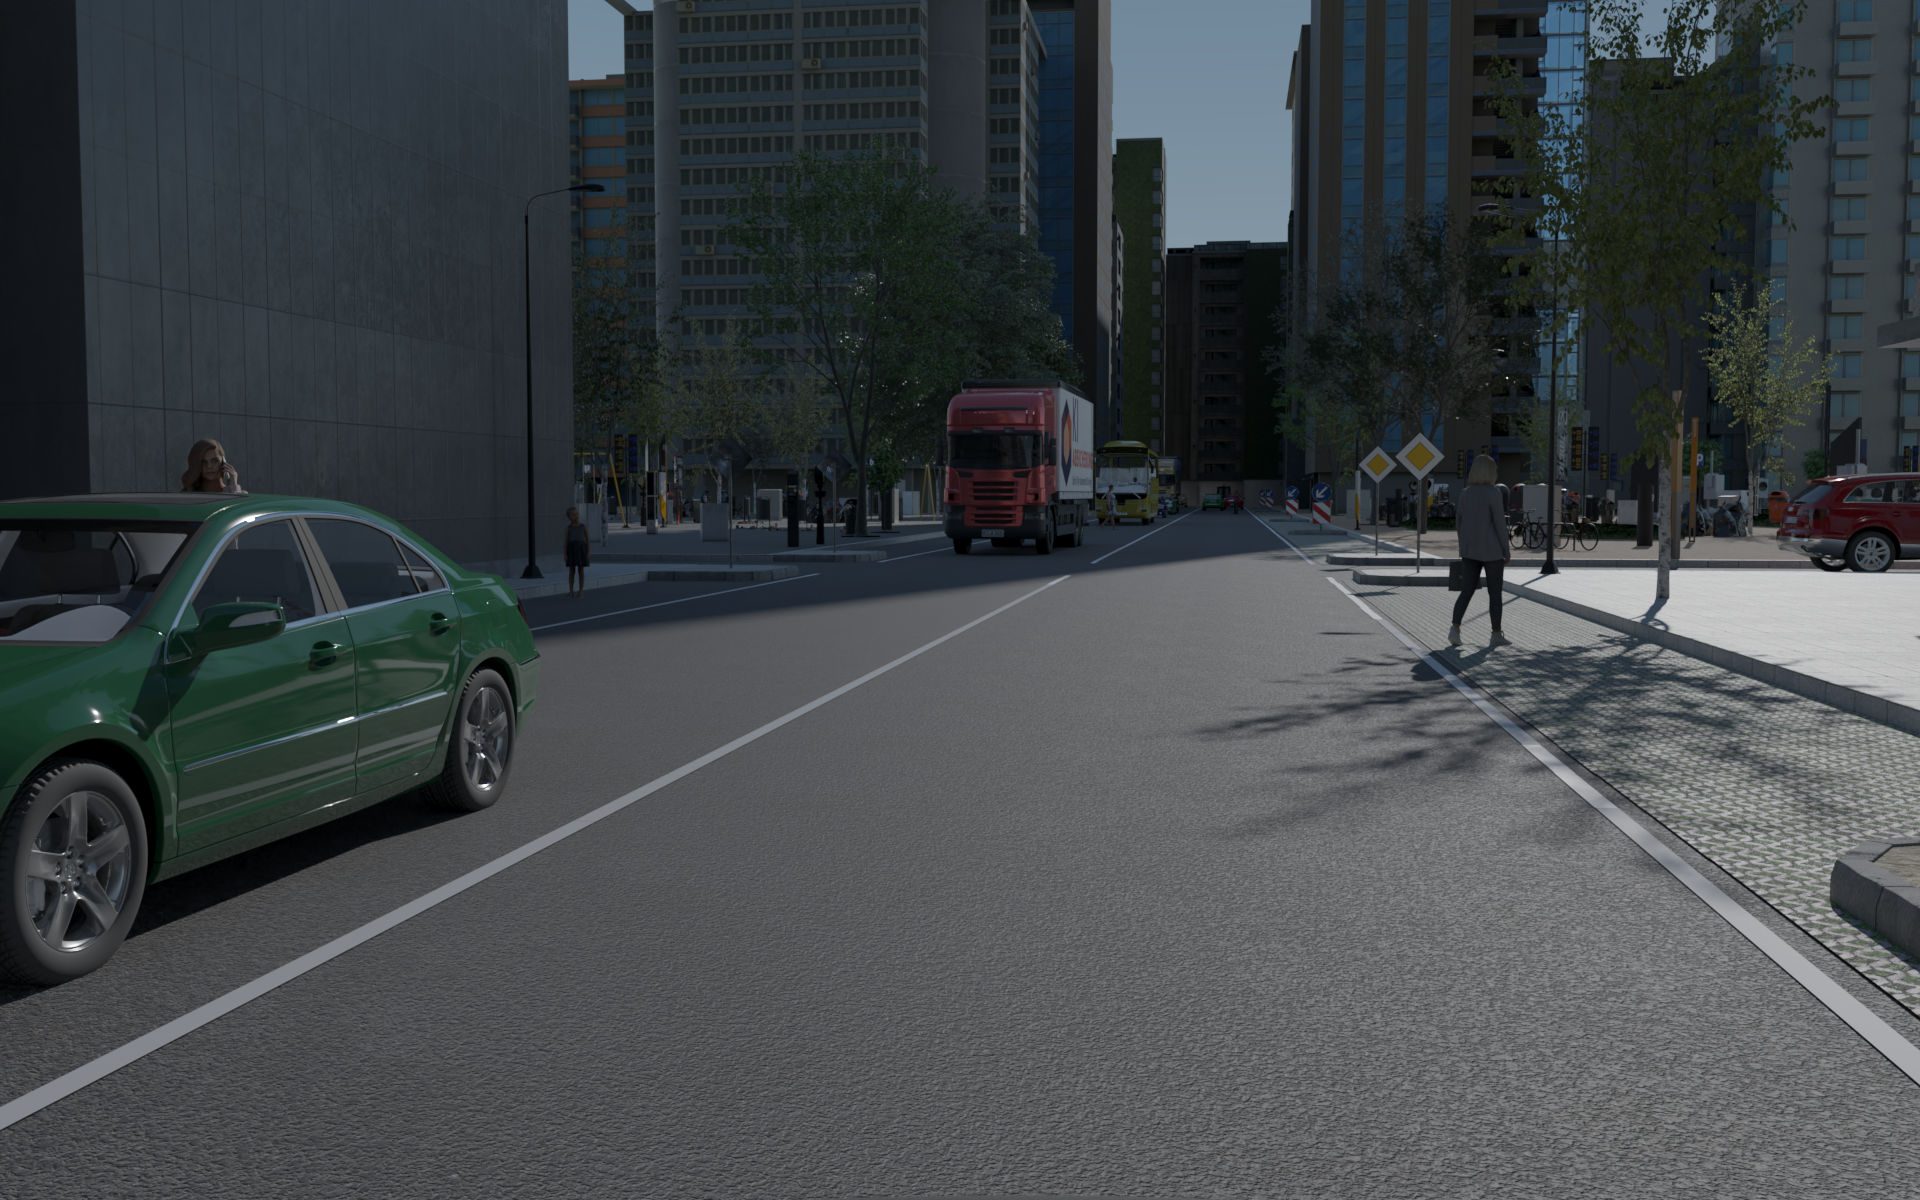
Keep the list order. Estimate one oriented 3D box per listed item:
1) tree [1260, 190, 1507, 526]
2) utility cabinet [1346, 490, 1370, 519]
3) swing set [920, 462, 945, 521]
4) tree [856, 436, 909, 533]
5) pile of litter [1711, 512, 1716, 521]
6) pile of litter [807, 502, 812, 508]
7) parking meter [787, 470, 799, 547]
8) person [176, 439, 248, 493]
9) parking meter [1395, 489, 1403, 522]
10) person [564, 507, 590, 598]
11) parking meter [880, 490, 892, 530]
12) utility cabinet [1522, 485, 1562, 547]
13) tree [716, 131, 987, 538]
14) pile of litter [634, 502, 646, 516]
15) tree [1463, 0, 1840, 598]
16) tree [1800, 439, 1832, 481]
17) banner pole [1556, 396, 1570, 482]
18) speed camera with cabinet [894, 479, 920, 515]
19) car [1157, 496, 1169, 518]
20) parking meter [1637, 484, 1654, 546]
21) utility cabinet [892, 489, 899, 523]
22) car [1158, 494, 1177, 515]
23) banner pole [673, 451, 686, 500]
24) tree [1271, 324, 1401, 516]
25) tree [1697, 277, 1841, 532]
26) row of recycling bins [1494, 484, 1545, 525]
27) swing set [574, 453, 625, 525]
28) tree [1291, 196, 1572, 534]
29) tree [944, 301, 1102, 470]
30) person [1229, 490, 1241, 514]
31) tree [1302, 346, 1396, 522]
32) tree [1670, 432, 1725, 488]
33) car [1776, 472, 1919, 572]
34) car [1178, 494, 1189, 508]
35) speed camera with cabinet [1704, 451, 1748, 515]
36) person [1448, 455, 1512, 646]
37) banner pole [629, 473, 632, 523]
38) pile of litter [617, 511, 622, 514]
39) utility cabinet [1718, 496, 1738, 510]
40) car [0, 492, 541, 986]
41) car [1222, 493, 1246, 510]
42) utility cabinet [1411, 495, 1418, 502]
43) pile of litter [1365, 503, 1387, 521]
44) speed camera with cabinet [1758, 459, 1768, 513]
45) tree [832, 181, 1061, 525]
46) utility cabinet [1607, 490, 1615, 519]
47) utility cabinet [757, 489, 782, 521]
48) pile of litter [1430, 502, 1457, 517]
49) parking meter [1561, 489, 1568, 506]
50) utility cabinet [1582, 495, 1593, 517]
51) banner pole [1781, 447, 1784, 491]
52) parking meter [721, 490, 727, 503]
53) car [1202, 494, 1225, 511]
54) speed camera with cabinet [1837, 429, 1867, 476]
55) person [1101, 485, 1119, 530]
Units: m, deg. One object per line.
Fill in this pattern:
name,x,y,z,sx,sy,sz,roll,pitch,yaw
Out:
tree,17.021,-9.787,70.380,12.009,13.543,11.850,0,3,0
utility cabinet,20.589,-4.944,89.518,1.173,1.500,0.318,1,4,9
swing set,-0.086,-5.263,83.674,3.119,2.851,2.862,-1,4,-15
tree,-2.628,-3.828,57.188,1.663,3.219,1.824,0,3,0
pile of litter,37.089,-4.277,83.901,1.176,0.858,1.719,-3,5,-42
pile of litter,-9.151,-5.376,101.859,1.176,0.858,1.719,3,4,38
parking meter,-4.048,-2.221,42.027,0.255,1.863,0.399,0,4,0
person,-4.448,-0.066,10.162,0.593,1.750,0.643,-1,4,-14
parking meter,20.522,-4.437,80.962,0.372,1.533,0.369,0,3,0
person,-5.309,-0.663,24.010,0.362,1.253,0.373,0,4,-5
parking meter,-2.632,-3.429,61.780,0.399,1.863,0.255,0,4,7
utility cabinet,14.125,-2.039,42.020,0.318,1.500,1.173,-1,4,-15
tree,-3.033,-7.664,51.059,9.928,11.665,9.643,0,3,0
pile of litter,-19.216,-5.538,104.515,1.176,0.858,1.719,1,4,21
tree,8.445,-4.330,21.163,4.737,8.622,4.395,0,3,0
tree,51.813,-7.304,103.128,4.285,4.588,4.351,0,3,0
banner pole,14.989,-3.266,43.410,0.401,3.779,0.863,-1,4,-16
speed camera with cabinet,-3.306,-6.798,105.480,0.660,3.252,2.038,-3,5,-41
car,11.654,-5.637,104.744,1.945,1.354,3.894,0,4,8
parking meter,16.926,-2.101,42.769,0.372,1.533,0.369,0,3,0
utility cabinet,-2.968,-4.171,76.876,0.318,1.500,1.173,0,4,7
car,13.987,-6.611,119.888,2.131,1.459,4.920,1,4,10
banner pole,-16.218,-6.795,101.120,0.401,3.779,0.863,3,5,39
tree,22.374,-10.830,102.832,9.928,11.665,9.643,0,3,0
tree,27.132,-6.630,58.766,4.360,8.622,3.978,0,3,0
row of recycling bins,22.651,-3.939,71.515,3.534,1.692,1.069,3,4,38
swing set,-14.847,-4.203,66.343,3.119,2.851,2.862,1,4,13
tree,14.816,-7.387,55.185,8.767,10.594,7.601,1,4,10
tree,3.787,-11.210,100.295,9.611,12.733,9.660,0,3,0
person,19.674,-7.016,123.927,0.721,1.743,1.217,-2,4,-32
tree,18.172,-7.912,79.729,4.737,8.622,4.395,0,3,0
tree,37.534,-6.436,88.946,4.285,4.588,4.351,0,3,0
car,17.579,-1.371,31.086,5.304,1.827,2.281,0,4,7
car,23.477,-10.720,185.496,2.015,1.641,3.980,1,4,9
speed camera with cabinet,34.700,-5.142,78.403,0.660,3.252,2.038,-2,4,-25
person,4.850,-0.468,16.334,0.728,1.800,0.709,-2,4,-31
banner pole,-14.415,-5.248,75.819,0.401,3.779,0.863,0,4,-4
pile of litter,-22.422,-5.929,110.910,1.719,0.858,1.176,0,4,-6
utility cabinet,28.282,-3.221,63.825,0.306,1.237,1.020,0,4,-1
car,-3.251,0.314,6.670,2.131,1.459,4.920,1,4,9
car,24.890,-9.083,157.547,2.155,1.783,4.494,1,4,9
utility cabinet,26.549,-5.512,101.287,0.306,1.237,1.020,0,4,8
pile of litter,20.213,-4.278,83.914,1.176,0.858,1.719,1,4,18
speed camera with cabinet,44.979,-6.384,98.713,2.038,3.252,0.660,-1,4,-10
tree,-0.509,-10.067,71.252,9.857,13.997,8.962,0,3,0
utility cabinet,33.047,-4.849,87.963,0.318,1.500,1.173,1,4,16
utility cabinet,-9.015,-4.484,81.999,1.173,1.500,0.318,1,4,20
pile of litter,25.893,-4.717,91.083,1.719,0.858,1.176,3,5,44
parking meter,27.566,-4.321,79.063,0.372,1.533,0.369,0,3,0
utility cabinet,35.803,-5.365,98.878,0.306,1.237,1.020,2,4,35
banner pole,44.051,-6.292,92.883,0.401,3.779,0.863,1,4,23
parking meter,-13.386,-5.476,97.951,0.372,1.533,0.369,0,3,0
car,21.731,-8.551,148.600,1.959,1.807,4.718,1,4,10
speed camera with cabinet,27.918,-3.607,53.305,2.038,3.252,0.660,-2,4,-24
person,5.986,-3.713,69.309,0.778,1.811,0.616,1,4,23
